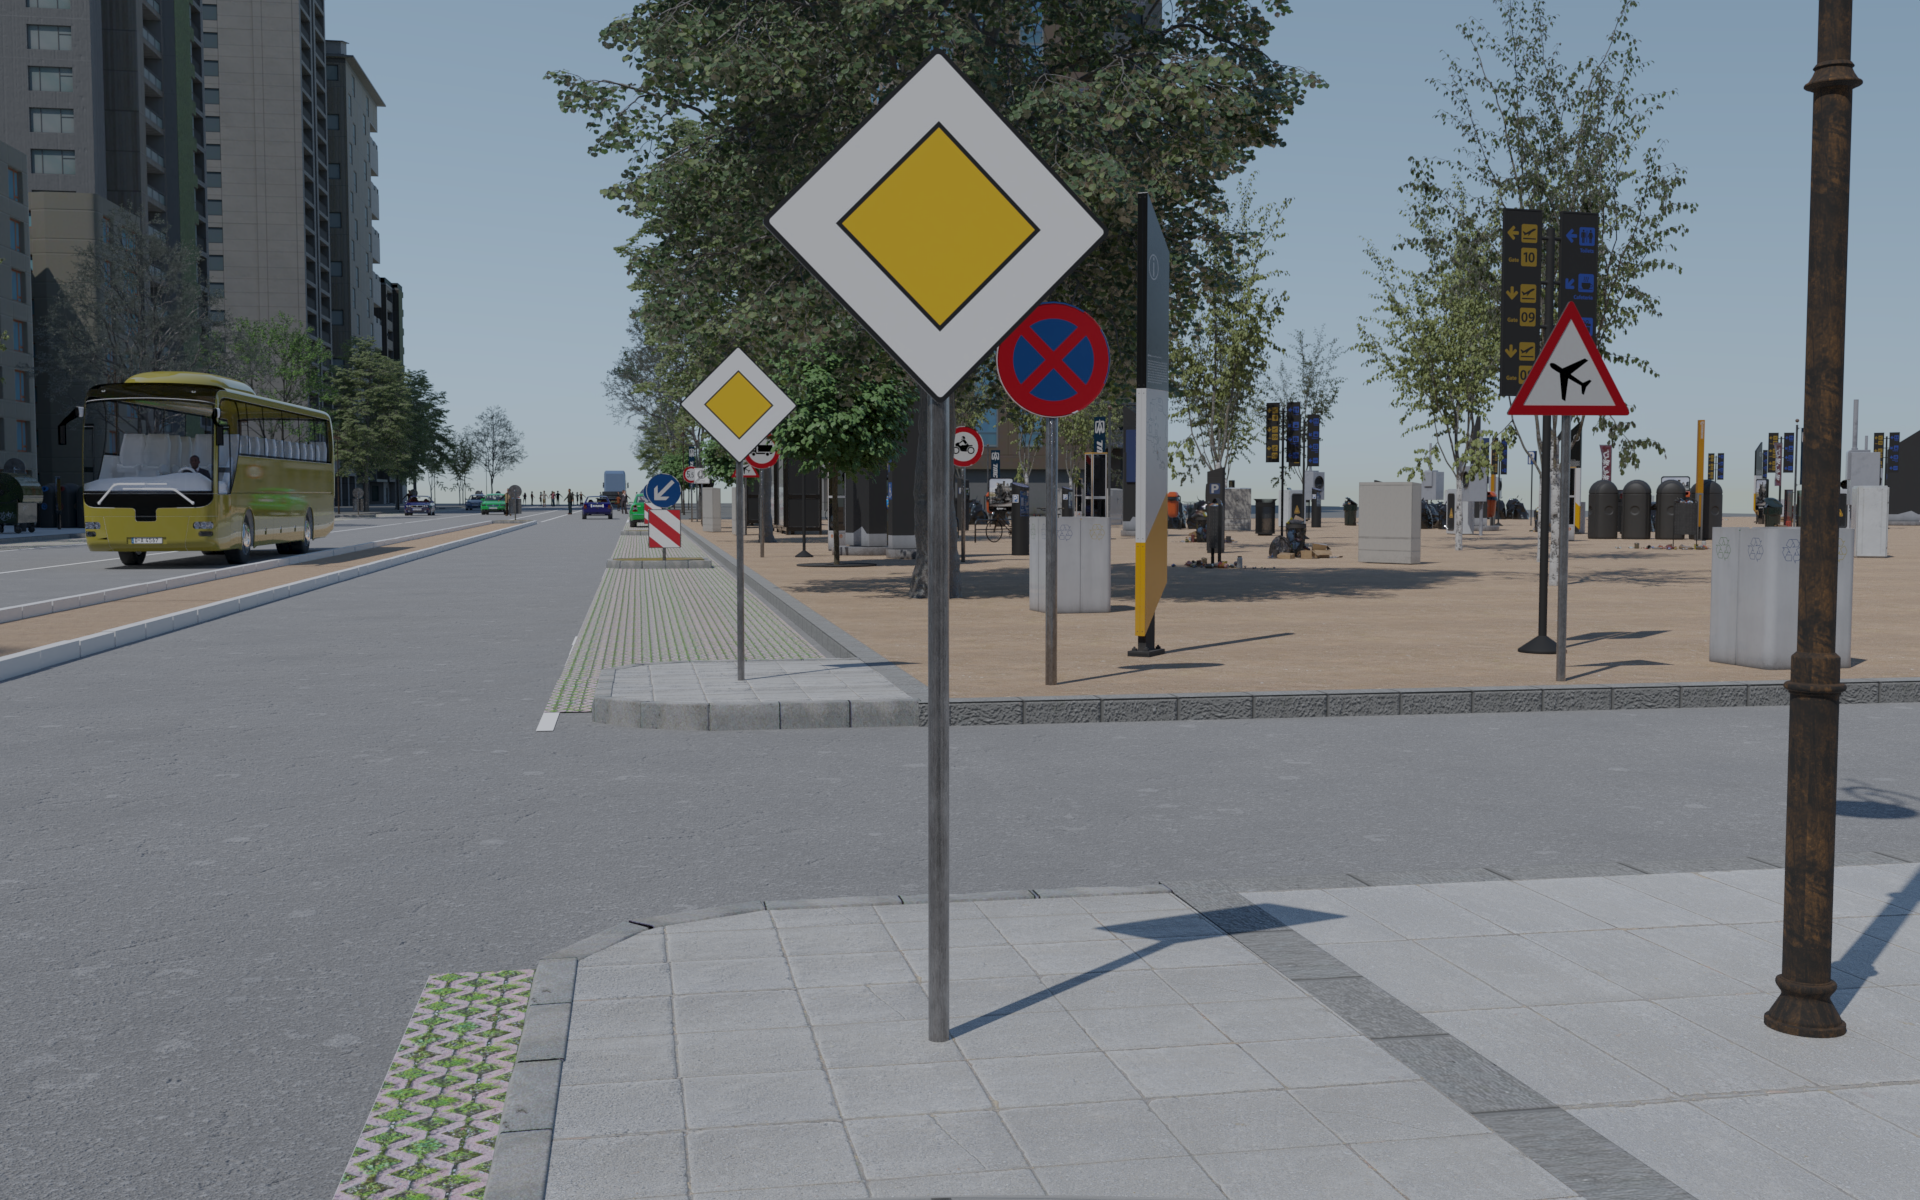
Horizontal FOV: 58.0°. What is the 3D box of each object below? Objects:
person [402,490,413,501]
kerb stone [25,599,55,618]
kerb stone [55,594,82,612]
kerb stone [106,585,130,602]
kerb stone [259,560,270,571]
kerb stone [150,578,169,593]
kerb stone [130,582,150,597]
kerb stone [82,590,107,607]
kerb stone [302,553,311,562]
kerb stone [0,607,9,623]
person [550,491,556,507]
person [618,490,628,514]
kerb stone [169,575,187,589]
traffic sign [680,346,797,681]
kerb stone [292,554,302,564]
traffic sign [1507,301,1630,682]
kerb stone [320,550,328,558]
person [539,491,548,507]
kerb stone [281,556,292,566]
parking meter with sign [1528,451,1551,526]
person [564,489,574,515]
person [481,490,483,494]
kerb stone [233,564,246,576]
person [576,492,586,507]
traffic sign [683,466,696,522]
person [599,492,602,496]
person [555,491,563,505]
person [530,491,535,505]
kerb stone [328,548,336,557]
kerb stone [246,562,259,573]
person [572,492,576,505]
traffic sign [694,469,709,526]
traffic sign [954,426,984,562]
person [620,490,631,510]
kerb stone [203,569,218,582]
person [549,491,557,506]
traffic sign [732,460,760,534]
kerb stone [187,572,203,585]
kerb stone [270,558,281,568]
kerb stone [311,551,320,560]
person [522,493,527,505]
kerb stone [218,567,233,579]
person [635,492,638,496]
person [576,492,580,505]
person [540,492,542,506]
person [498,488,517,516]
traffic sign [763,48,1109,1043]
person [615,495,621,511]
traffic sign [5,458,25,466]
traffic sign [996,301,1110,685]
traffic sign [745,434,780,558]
[{"bbox_3d":[-40.907,-7.327,128.811,1.217,1.766,0.721,-3,5,-42],"label":"person"},{"bbox_3d":[-10.867,0.119,20.284,0.120,0.150,1.000,-1,4,-10],"label":"kerb stone"},{"bbox_3d":[-11.048,0.056,21.294,0.120,0.150,1.000,-1,4,-10],"label":"kerb stone"},{"bbox_3d":[-11.418,-0.068,23.304,0.120,0.150,1.000,-1,4,-10],"label":"kerb stone"},{"bbox_3d":[-13.105,-0.621,32.370,0.120,0.150,1.000,-1,4,-10],"label":"kerb stone"},{"bbox_3d":[-11.800,-0.185,25.315,0.120,0.150,1.000,-1,4,-10],"label":"kerb stone"},{"bbox_3d":[-11.613,-0.129,24.309,0.120,0.150,1.000,-1,4,-10],"label":"kerb stone"},{"bbox_3d":[-11.234,-0.004,22.299,0.120,0.150,1.000,-1,4,-10],"label":"kerb stone"},{"bbox_3d":[-13.857,-0.870,36.423,0.120,0.150,1.000,-1,4,-10],"label":"kerb stone"},{"bbox_3d":[-10.680,0.178,19.278,0.120,0.150,1.000,-1,4,-10],"label":"kerb stone"},{"bbox_3d":[-46.033,-11.418,195.898,0.721,1.743,1.217,1,4,19],"label":"person"},{"bbox_3d":[-24.115,-7.014,123.976,0.445,1.727,0.742,3,4,38],"label":"person"},{"bbox_3d":[-11.982,-0.252,26.322,0.120,0.150,1.000,-1,4,-10],"label":"kerb stone"},{"bbox_3d":[-1.510,-0.503,11.861,0.795,2.450,0.064,-1,4,-10],"label":"traffic sign"},{"bbox_3d":[-13.670,-0.807,35.407,0.120,0.150,1.000,-1,4,-10],"label":"kerb stone"},{"bbox_3d":[4.118,-0.721,11.799,0.884,2.594,0.081,-1,4,-9],"label":"traffic sign"},{"bbox_3d":[-14.230,-0.993,38.432,0.120,0.150,1.000,-1,4,-10],"label":"kerb stone"},{"bbox_3d":[-45.370,-11.034,188.903,1.348,1.824,0.705,2,4,28],"label":"person"},{"bbox_3d":[-13.487,-0.744,34.398,0.120,0.150,1.000,-1,4,-10],"label":"kerb stone"},{"bbox_3d":[23.875,-4.516,70.090,1.738,3.016,0.543,-1,4,-14],"label":"parking meter with sign"},{"bbox_3d":[-27.371,-6.902,121.365,0.705,1.821,1.348,-3,5,-40],"label":"person"},{"bbox_3d":[-53.231,-11.288,192.924,0.709,1.838,0.599,1,4,15],"label":"person"},{"bbox_3d":[-12.735,-0.499,30.354,0.120,0.150,1.000,-1,4,-10],"label":"kerb stone"},{"bbox_3d":[-42.932,-11.438,196.338,1.217,1.723,0.721,-1,4,-23],"label":"person"},{"bbox_3d":[-12.260,-4.833,79.127,0.768,2.556,0.104,0,4,-6],"label":"traffic sign"},{"bbox_3d":[-45.746,-12.914,220.566,0.530,1.710,0.541,0,4,-8],"label":"person"},{"bbox_3d":[-50.973,-12.929,219.514,1.348,1.869,0.705,0,4,-4],"label":"person"},{"bbox_3d":[-55.917,-13.335,226.470,0.705,1.831,1.348,0,4,6],"label":"person"},{"bbox_3d":[-14.420,-1.055,39.445,0.120,0.150,1.000,-1,4,-10],"label":"kerb stone"},{"bbox_3d":[-12.920,-0.560,31.359,0.120,0.150,1.000,-1,4,-10],"label":"kerb stone"},{"bbox_3d":[-49.221,-12.892,220.001,1.217,1.736,0.721,0,4,5],"label":"person"},{"bbox_3d":[-10.232,-4.071,68.695,0.606,2.300,0.079,0,4,-5],"label":"traffic sign"},{"bbox_3d":[0.061,-1.984,32.552,0.768,2.556,0.104,0,4,-4],"label":"traffic sign"},{"bbox_3d":[-30.244,-8.997,155.623,1.348,1.821,0.705,-2,4,-25],"label":"person"},{"bbox_3d":[-12.368,-0.376,28.337,0.120,0.150,1.000,-1,4,-10],"label":"kerb stone"},{"bbox_3d":[-49.413,-12.330,210.038,0.705,1.831,1.348,2,4,34],"label":"person"},{"bbox_3d":[-6.812,-3.366,55.045,0.884,2.594,0.081,0,4,-6],"label":"traffic sign"},{"bbox_3d":[-12.170,-0.314,27.326,0.120,0.150,1.000,-1,4,-10],"label":"kerb stone"},{"bbox_3d":[-13.302,-0.684,33.387,0.120,0.150,1.000,-1,4,-10],"label":"kerb stone"},{"bbox_3d":[-14.039,-0.932,37.428,0.120,0.150,1.000,-1,4,-10],"label":"kerb stone"},{"bbox_3d":[-54.993,-12.761,218.617,0.593,1.643,0.415,-3,4,-39],"label":"person"},{"bbox_3d":[-12.546,-0.437,29.343,0.120,0.150,1.000,-1,4,-10],"label":"kerb stone"},{"bbox_3d":[-44.202,-13.952,237.328,0.721,1.736,1.217,1,4,15],"label":"person"},{"bbox_3d":[-52.503,-13.992,238.048,0.721,1.735,1.217,1,4,10],"label":"person"},{"bbox_3d":[-51.367,-12.392,211.904,0.721,1.735,1.217,-1,4,-18],"label":"person"},{"bbox_3d":[-29.537,-6.401,113.250,1.348,1.812,0.705,0,4,5],"label":"person"},{"bbox_3d":[-0.053,-0.022,4.009,0.795,2.450,0.064,-1,4,-10],"label":"traffic sign"},{"bbox_3d":[-28.599,-8.162,145.210,1.065,1.426,0.557,3,5,40],"label":"person"},{"bbox_3d":[-33.442,-3.742,61.288,0.768,2.556,0.104,0,4,-1],"label":"traffic sign"},{"bbox_3d":[0.613,-0.701,11.568,0.768,2.556,0.104,0,4,-7],"label":"traffic sign"},{"bbox_3d":[-4.000,-2.132,34.966,0.768,2.556,0.104,-1,4,-9],"label":"traffic sign"}]
